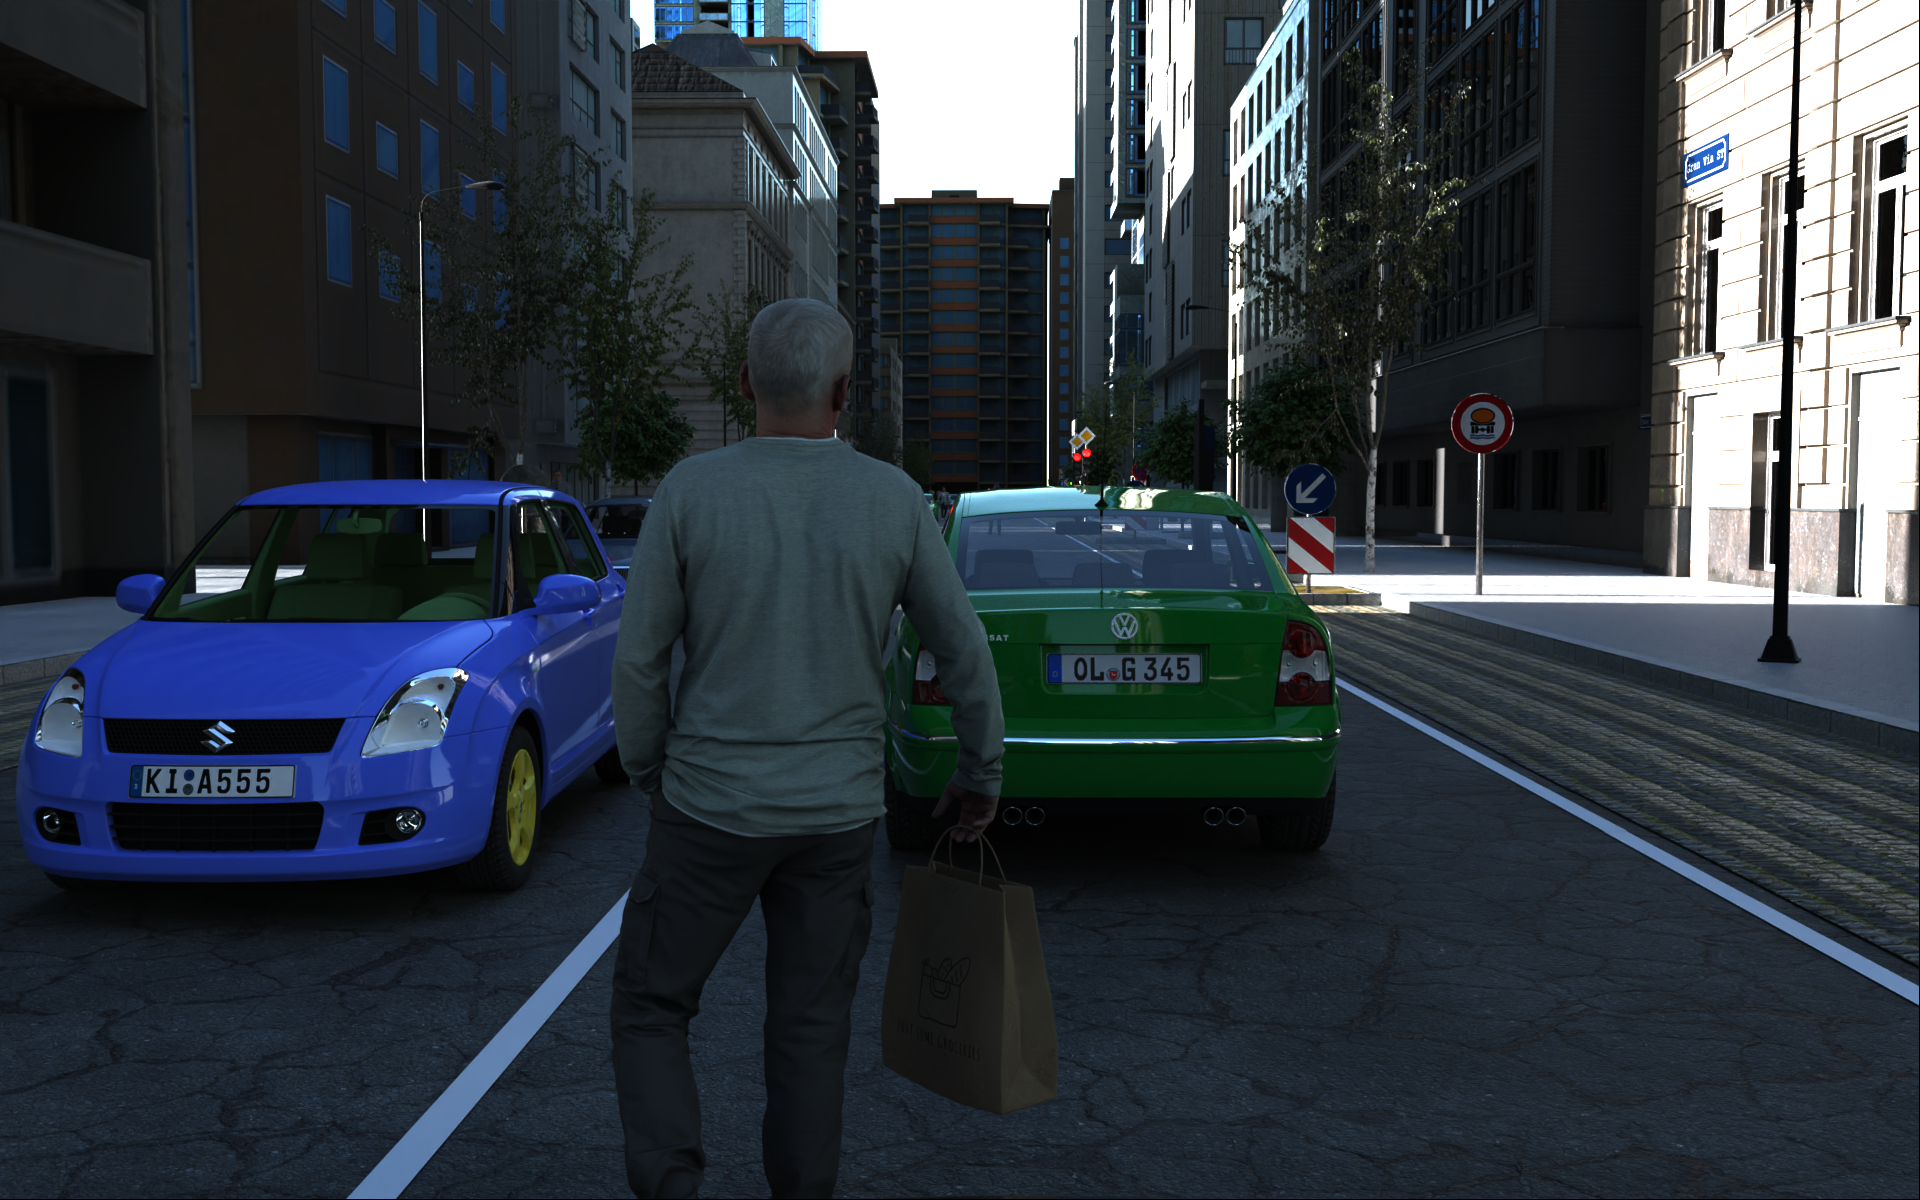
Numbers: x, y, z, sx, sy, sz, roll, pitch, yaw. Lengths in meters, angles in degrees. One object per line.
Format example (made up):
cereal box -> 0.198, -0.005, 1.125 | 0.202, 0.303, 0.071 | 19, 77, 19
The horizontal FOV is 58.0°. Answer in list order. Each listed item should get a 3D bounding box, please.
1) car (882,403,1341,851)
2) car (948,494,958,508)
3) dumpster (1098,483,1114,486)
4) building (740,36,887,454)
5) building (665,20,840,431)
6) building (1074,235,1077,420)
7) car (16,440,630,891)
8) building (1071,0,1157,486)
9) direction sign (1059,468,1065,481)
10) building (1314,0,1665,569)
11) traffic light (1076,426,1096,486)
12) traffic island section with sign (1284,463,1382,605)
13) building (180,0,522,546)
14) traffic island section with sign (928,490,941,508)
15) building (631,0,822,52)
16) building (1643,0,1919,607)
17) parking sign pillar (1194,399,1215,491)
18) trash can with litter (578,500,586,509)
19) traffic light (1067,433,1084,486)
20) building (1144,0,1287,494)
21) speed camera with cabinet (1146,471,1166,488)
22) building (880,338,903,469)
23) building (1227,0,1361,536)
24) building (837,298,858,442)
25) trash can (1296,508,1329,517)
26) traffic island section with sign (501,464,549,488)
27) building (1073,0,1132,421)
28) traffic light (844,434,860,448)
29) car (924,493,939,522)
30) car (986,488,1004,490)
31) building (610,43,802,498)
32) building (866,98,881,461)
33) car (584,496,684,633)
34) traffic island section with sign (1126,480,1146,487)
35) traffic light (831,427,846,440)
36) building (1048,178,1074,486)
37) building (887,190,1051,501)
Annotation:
car -> 0.598, 0.028, 8.334 | 1.959, 1.807, 4.718 | 0, 4, 0
car -> -0.542, -9.133, 161.115 | 2.131, 1.459, 4.920 | 0, 4, 3
dumpster -> 7.706, -5.222, 91.144 | 1.264, 1.857, 1.865 | 0, 4, 1
building -> -19.367, -31.488, 169.451 | 22.147, 44.769, 28.867 | 0, 4, 1
building -> -14.985, -20.806, 117.670 | 11.434, 29.767, 29.804 | 0, 4, 1
building -> 19.554, -25.664, 191.309 | 14.160, 30.474, 14.107 | 0, 4, 1
car -> -2.415, 0.136, 7.371 | 1.945, 1.707, 3.694 | 0, 4, 0
building -> 20.886, -50.454, 137.596 | 22.319, 86.520, 31.000 | 0, 4, 1
direction sign -> 8.932, -9.778, 151.861 | 0.379, 3.537, 0.876 | 2, 4, 34
building -> 17.234, -15.049, 39.556 | 14.314, 27.812, 24.014 | 0, 4, 1
traffic light -> 5.235, -5.082, 72.013 | 0.839, 4.253, 0.868 | 0, 4, 1
traffic island section with sign -> 4.417, -0.884, 23.080 | 1.989, 1.847, 2.006 | 0, 4, 1
building -> -18.331, -23.640, 36.623 | 14.600, 45.320, 14.200 | 0, 4, 1
traffic island section with sign -> -2.919, -10.630, 182.422 | 1.989, 1.847, 2.006 | 0, 4, 1
building -> -31.398, -57.425, 251.570 | 31.000, 86.520, 22.319 | 0, 4, 1
building -> 16.499, -13.321, 15.066 | 12.463, 27.353, 25.104 | 0, 4, 1
parking sign pillar -> 7.008, -3.755, 49.869 | 1.447, 3.967, 1.447 | 0, 4, 1
trash can with litter -> -7.572, -1.398, 34.239 | 0.624, 1.170, 1.055 | -1, 4, -16
traffic light -> 5.374, -5.570, 79.997 | 0.839, 4.253, 0.868 | 0, 4, 1
building -> 24.684, -31.121, 98.070 | 27.495, 52.752, 28.713 | 0, 4, 1
speed camera with cabinet -> 6.832, -4.119, 61.678 | 0.660, 3.252, 2.038 | 0, 4, -6
building -> -22.289, -22.671, 215.712 | 28.899, 21.520, 27.650 | 0, 4, 1
building -> 15.729, -12.566, 60.213 | 10.420, 20.320, 16.860 | 0, 4, 1
building -> -14.387, -16.995, 142.487 | 10.561, 19.102, 19.286 | 0, 4, 1
trash can -> 6.697, -1.302, 32.943 | 0.748, 1.137, 0.748 | 0, 3, 0
traffic island section with sign -> -5.712, -0.840, 22.357 | 1.989, 1.847, 2.006 | 0, 4, 1
building -> 24.424, -40.957, 211.653 | 21.231, 58.520, 28.212 | 0, 4, 1
traffic light -> -4.986, -5.580, 80.161 | 0.839, 4.253, 0.868 | 0, 4, 1
car -> -2.020, -4.853, 88.141 | 1.959, 1.807, 4.718 | 0, 4, 0
car -> 2.331, -5.938, 105.760 | 2.281, 1.827, 5.304 | 0, 4, 1
building -> -15.017, -16.142, 92.804 | 11.050, 23.489, 19.941 | 0, 4, 1
building -> -16.161, -33.093, 191.179 | 14.600, 45.320, 14.200 | 0, 4, 1
car -> -3.534, -0.455, 19.442 | 2.014, 1.417, 4.499 | 0, 4, 1
traffic island section with sign -> 4.897, -2.532, 50.031 | 1.989, 1.847, 2.006 | 0, 4, 1
traffic light -> -5.125, -5.092, 72.177 | 0.839, 4.253, 0.868 | 0, 4, 1
building -> 19.989, -36.553, 247.758 | 14.200, 45.320, 14.600 | 0, 4, 1
building -> -1.473, -36.542, 252.079 | 28.867, 44.769, 22.147 | 0, 4, 1
